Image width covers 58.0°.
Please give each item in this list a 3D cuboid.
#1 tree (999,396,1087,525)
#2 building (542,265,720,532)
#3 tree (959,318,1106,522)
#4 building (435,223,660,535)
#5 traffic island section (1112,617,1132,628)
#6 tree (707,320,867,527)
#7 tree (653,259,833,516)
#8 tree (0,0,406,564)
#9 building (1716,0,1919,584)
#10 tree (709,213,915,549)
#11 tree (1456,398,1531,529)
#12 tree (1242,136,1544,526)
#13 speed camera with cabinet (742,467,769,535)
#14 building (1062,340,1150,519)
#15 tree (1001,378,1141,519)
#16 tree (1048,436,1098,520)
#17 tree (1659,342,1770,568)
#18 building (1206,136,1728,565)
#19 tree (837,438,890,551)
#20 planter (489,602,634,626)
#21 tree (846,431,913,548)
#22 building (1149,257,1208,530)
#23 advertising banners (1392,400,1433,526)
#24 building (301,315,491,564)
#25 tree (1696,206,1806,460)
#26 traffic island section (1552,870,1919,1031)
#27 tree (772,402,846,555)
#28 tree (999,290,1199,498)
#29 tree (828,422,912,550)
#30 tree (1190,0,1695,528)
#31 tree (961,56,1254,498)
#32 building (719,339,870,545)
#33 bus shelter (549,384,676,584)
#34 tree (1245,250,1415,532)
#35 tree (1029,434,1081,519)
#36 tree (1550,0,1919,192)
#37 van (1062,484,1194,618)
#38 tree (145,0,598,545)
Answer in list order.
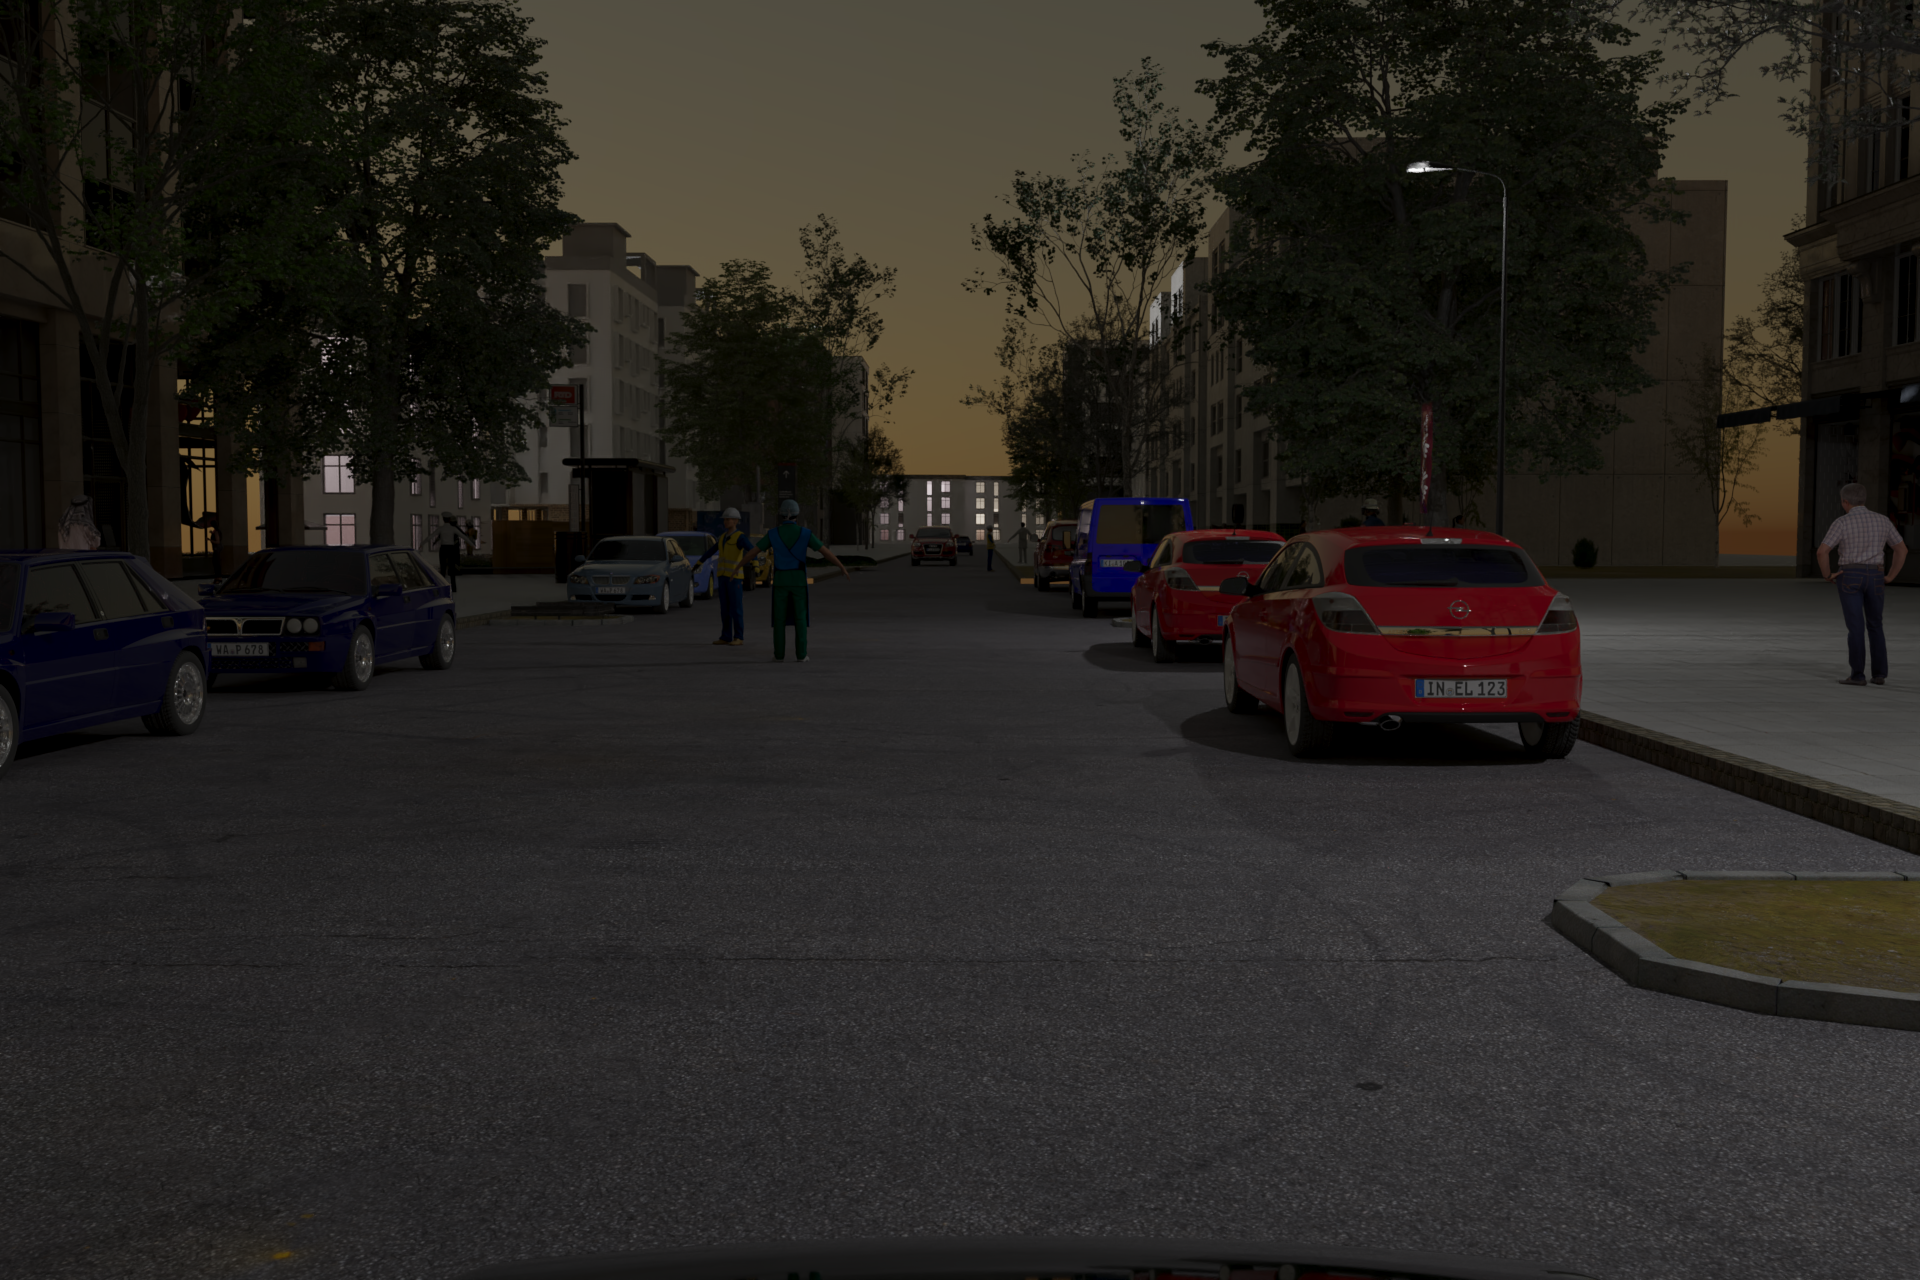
[{"bbox_3d":[6.789,-13.579,140.140,7.486,12.596,7.792,0,3,0],"label":"tree"},{"bbox_3d":[-24.030,-16.315,123.170,16.016,20.090,11.380,0,4,1],"label":"building"},{"bbox_3d":[6.758,-18.150,152.637,12.611,20.169,13.585,0,3,0],"label":"tree"},{"bbox_3d":[-25.834,-15.302,106.611,16.016,20.090,11.380,0,4,1],"label":"building"},{"bbox_3d":[3.394,-0.260,27.117,1.991,0.108,1.994,0,4,1],"label":"traffic island section"},{"bbox_3d":[-8.621,-9.629,83.193,9.928,11.665,9.643,0,3,0],"label":"tree"},{"bbox_3d":[-9.266,-9.424,72.211,7.486,12.596,7.792,0,3,0],"label":"tree"},{"bbox_3d":[-11.907,-6.037,24.457,9.928,11.665,9.643,0,3,0],"label":"tree"},{"bbox_3d":[26.360,-17.826,37.565,12.429,33.558,17.177,0,4,0],"label":"building"},{"bbox_3d":[-9.029,-15.248,105.188,12.611,20.169,13.585,0,3,0],"label":"tree"},{"bbox_3d":[19.771,-7.139,67.092,4.737,8.622,4.395,0,3,0],"label":"tree"},{"bbox_3d":[13.662,-9.048,54.597,9.857,13.997,8.962,0,3,0],"label":"tree"},{"bbox_3d":[-6.072,-3.494,51.468,0.660,3.252,2.038,0,4,2],"label":"speed camera with cabinet"},{"bbox_3d":[25.531,-21.669,198.260,27.936,21.610,32.646,0,4,1],"label":"building"},{"bbox_3d":[6.891,-10.307,102.930,8.767,10.594,7.601,-2,4,-28],"label":"tree"},{"bbox_3d":[7.150,-9.902,112.261,4.737,8.622,4.395,0,3,0],"label":"tree"},{"bbox_3d":[28.983,-7.070,65.951,4.360,8.622,3.978,0,3,0],"label":"tree"},{"bbox_3d":[22.716,-13.422,85.902,16.747,18.905,31.486,0,4,1],"label":"building"},{"bbox_3d":[-7.697,-11.131,132.359,4.737,8.622,4.395,0,3,0],"label":"tree"},{"bbox_3d":[-6.369,-0.423,28.064,1.991,0.319,1.994,0,4,1],"label":"planter"},{"bbox_3d":[-7.536,-13.467,154.594,8.767,10.594,7.601,3,5,41],"label":"tree"},{"bbox_3d":[22.871,-15.455,119.152,16.747,18.905,31.486,0,4,1],"label":"building"},{"bbox_3d":[6.170,-1.686,23.749,0.090,3.025,2.074,0,4,0],"label":"advertising banners"},{"bbox_3d":[-25.922,-8.390,79.321,9.099,9.664,28.070,0,4,0],"label":"building"},{"bbox_3d":[28.794,-8.801,54.266,12.009,13.543,11.850,0,3,0],"label":"tree"},{"bbox_3d":[3.157,1.034,5.953,1.991,0.108,1.994,0,4,1],"label":"traffic island section"},{"bbox_3d":[-8.686,-8.832,94.771,4.360,8.622,3.978,0,3,0],"label":"tree"},{"bbox_3d":[7.173,-10.779,86.599,12.009,13.543,11.850,0,3,0],"label":"tree"},{"bbox_3d":[-7.415,-12.749,142.854,7.601,10.594,8.767,-2,4,-28],"label":"tree"},{"bbox_3d":[9.236,-7.769,33.686,9.857,13.997,8.962,0,3,0],"label":"tree"},{"bbox_3d":[6.419,-13.194,71.606,12.611,20.169,13.585,0,3,0],"label":"tree"},{"bbox_3d":[-25.198,-21.556,196.416,27.936,21.610,32.646,0,4,1],"label":"building"},{"bbox_3d":[-9.882,-4.370,49.085,2.179,5.291,8.768,0,4,0],"label":"bus shelter"},{"bbox_3d":[8.688,-5.715,43.797,4.360,8.622,3.978,0,3,0],"label":"tree"},{"bbox_3d":[7.504,-10.709,125.450,4.360,8.622,3.978,0,3,0],"label":"tree"},{"bbox_3d":[9.090,-6.259,12.700,12.009,13.543,11.850,0,3,0],"label":"tree"},{"bbox_3d":[3.050,-1.648,31.323,2.240,2.365,5.245,0,4,-1],"label":"van"},{"bbox_3d":[-12.420,-7.982,37.165,9.857,13.997,8.962,0,3,0],"label":"tree"}]
